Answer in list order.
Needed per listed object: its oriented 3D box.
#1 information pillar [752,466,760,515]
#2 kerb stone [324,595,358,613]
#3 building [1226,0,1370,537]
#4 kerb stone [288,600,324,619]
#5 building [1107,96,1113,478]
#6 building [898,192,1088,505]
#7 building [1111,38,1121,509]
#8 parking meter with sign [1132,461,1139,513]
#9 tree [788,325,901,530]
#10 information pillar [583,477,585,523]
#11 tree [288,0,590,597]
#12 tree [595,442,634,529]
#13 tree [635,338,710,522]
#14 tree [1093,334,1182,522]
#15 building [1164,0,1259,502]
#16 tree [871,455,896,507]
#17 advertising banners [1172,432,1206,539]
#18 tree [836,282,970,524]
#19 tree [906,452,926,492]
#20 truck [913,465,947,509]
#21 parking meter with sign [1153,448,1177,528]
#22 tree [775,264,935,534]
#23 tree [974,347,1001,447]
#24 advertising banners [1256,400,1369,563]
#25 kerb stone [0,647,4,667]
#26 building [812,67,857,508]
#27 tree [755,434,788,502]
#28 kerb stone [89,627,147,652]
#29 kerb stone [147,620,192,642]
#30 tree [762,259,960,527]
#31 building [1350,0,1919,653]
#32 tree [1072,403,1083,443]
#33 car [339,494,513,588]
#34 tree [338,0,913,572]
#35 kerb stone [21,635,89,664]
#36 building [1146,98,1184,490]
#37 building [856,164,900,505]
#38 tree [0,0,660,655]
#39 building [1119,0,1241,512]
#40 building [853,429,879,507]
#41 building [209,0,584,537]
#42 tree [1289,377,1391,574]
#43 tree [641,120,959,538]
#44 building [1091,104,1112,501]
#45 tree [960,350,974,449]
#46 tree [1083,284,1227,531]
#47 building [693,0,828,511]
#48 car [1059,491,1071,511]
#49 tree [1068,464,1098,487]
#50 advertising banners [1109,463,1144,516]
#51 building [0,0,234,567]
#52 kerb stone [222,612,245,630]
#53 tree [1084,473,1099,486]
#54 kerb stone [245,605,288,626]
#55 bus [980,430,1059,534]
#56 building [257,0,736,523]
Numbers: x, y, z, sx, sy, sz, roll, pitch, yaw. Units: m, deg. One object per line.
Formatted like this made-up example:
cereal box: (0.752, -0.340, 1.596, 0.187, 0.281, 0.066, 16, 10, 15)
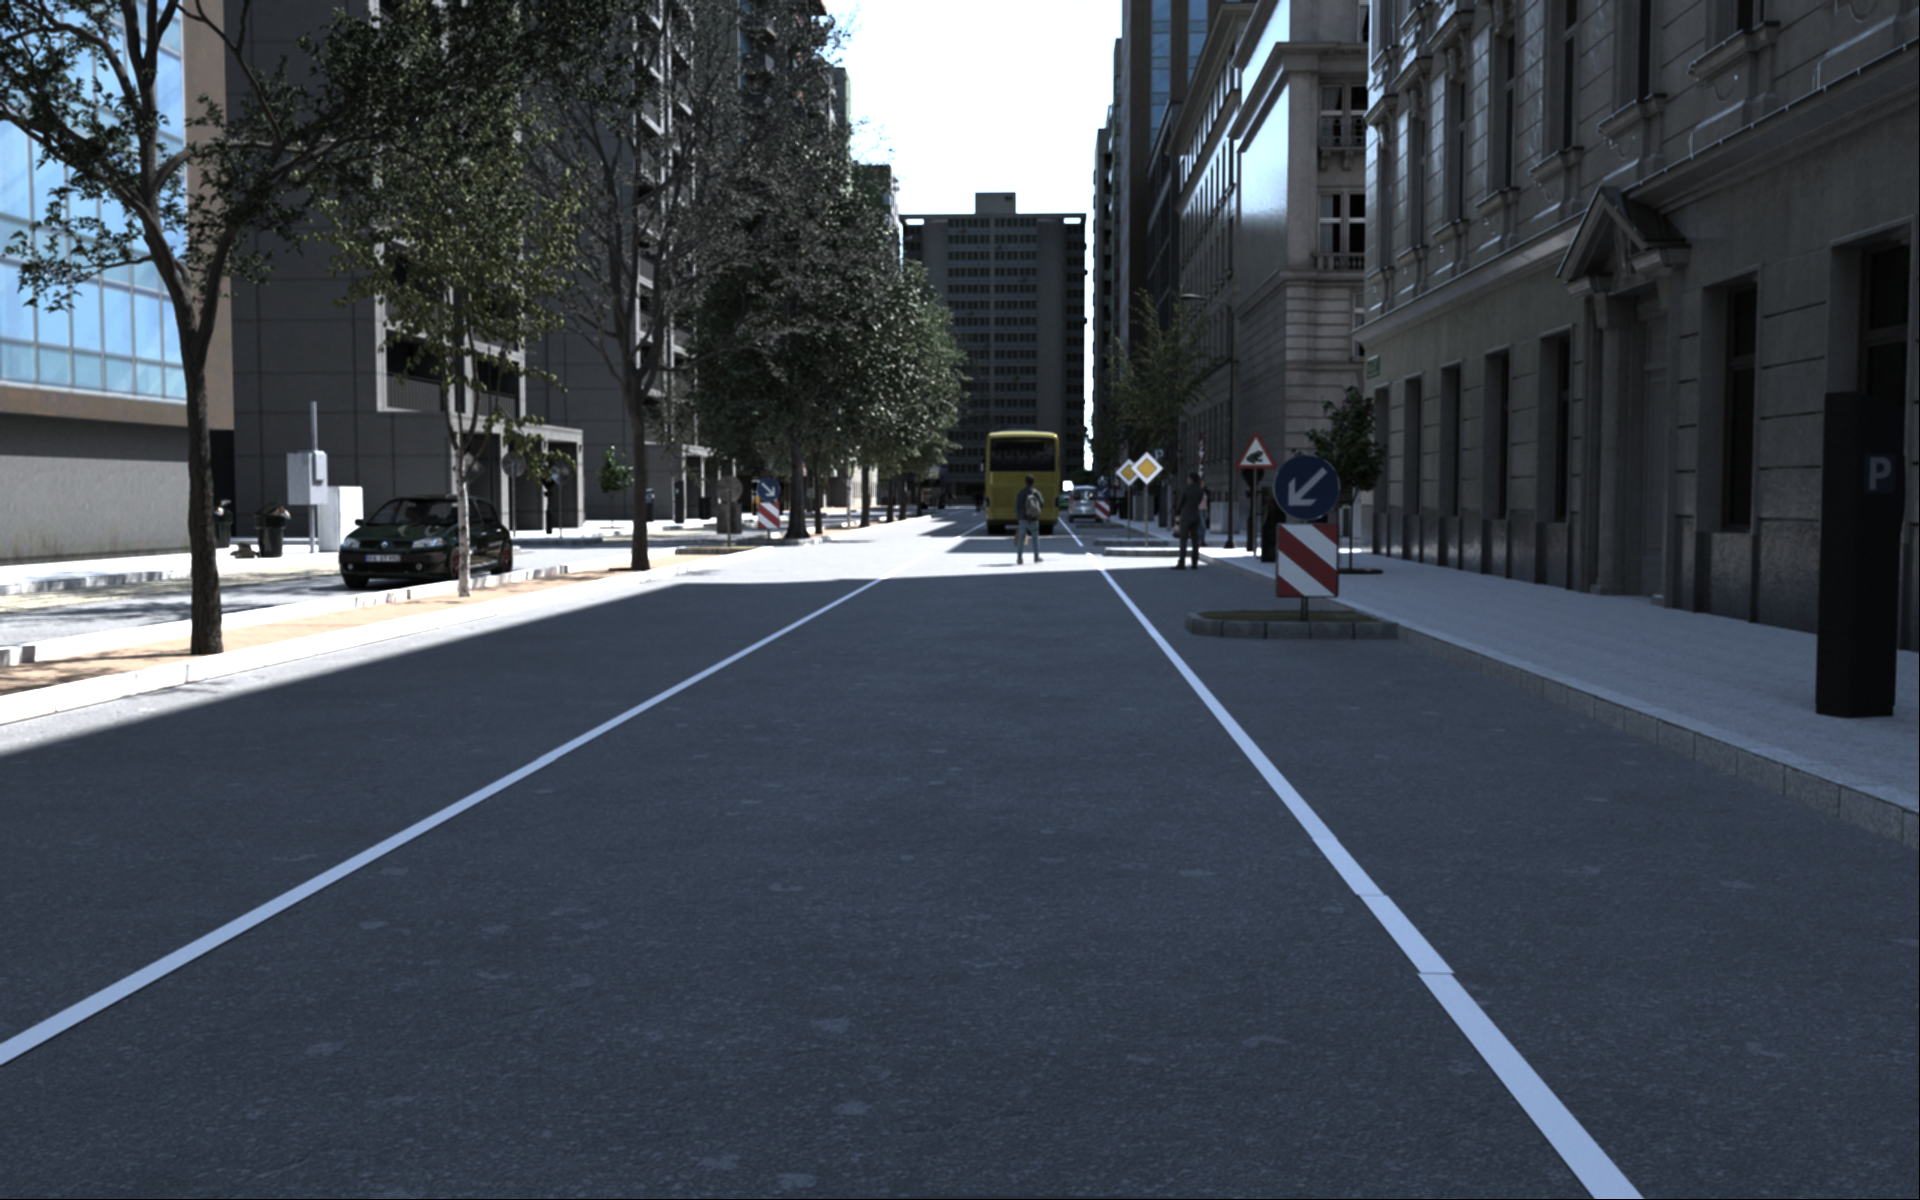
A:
information pillar: (-12.253, -6.878, 103.806, 0.504, 3.616, 0.183, -1, 4, -14)
kerb stone: (-7.648, 0.063, 21.167, 0.120, 0.150, 1.000, 0, 4, 3)
building: (21.352, -13.091, 55.837, 24.055, 21.916, 13.314, 0, 4, 3)
kerb stone: (-7.692, 0.126, 20.146, 0.120, 0.150, 1.000, 0, 4, 3)
building: (27.003, -34.319, 180.728, 23.786, 49.044, 30.456, 0, 4, 3)
building: (4.541, -32.627, 225.331, 23.993, 40.220, 32.217, 0, 4, 3)
building: (20.879, -29.071, 158.905, 14.154, 41.232, 14.086, 0, 4, 3)
parking meter with sign: (9.428, -5.939, 93.370, 0.543, 3.016, 1.738, 1, 4, 8)
tree: (-4.403, -7.074, 68.484, 4.360, 8.622, 3.978, 0, 3, 0)
information pillar: (-16.748, -4.407, 76.551, 0.304, 2.012, 0.304, 0, 4, -2)
tree: (-6.835, -4.323, 23.506, 4.737, 8.622, 4.395, 0, 3, 0)
tree: (-12.949, -4.262, 64.279, 1.663, 3.219, 1.824, 0, 3, 0)
tree: (-13.072, -7.875, 79.117, 4.360, 8.622, 3.978, 0, 3, 0)
tree: (8.193, -7.844, 78.610, 4.360, 8.622, 3.978, 0, 3, 0)
building: (18.984, -15.310, 83.607, 16.112, 22.955, 30.059, 0, 4, 3)
tree: (-7.567, -13.646, 173.472, 4.737, 8.622, 4.395, 0, 3, 0)
advertising banners: (6.586, -3.274, 49.711, 0.090, 3.025, 2.074, -1, 4, -18)
tree: (-3.307, -9.514, 83.768, 9.928, 11.665, 9.643, 0, 3, 0)
tree: (-3.274, -8.997, 99.923, 4.360, 8.622, 3.978, 0, 3, 0)
truck: (-2.778, -10.922, 167.494, 2.839, 4.237, 11.283, 0, 4, 2)
parking meter with sign: (8.094, -4.328, 67.029, 0.543, 3.016, 1.738, 2, 4, 32)
tree: (-4.949, -7.606, 61.225, 8.767, 10.594, 7.601, 0, 4, 3)
tree: (-2.533, -11.938, 108.018, 12.009, 13.543, 11.850, 0, 3, 0)
advertising banners: (6.600, -2.211, 32.341, 2.074, 3.025, 0.090, 1, 4, 10)
kerb stone: (-7.965, 0.501, 14.000, 0.120, 0.150, 1.000, 0, 4, 3)
building: (-17.742, -29.217, 161.287, 14.154, 41.232, 14.086, 0, 4, 3)
tree: (-11.805, -9.797, 110.541, 4.360, 8.622, 3.978, 0, 3, 0)
kerb stone: (-7.875, 0.376, 16.045, 0.120, 0.150, 1.000, 0, 4, 3)
kerb stone: (-7.827, 0.320, 17.069, 0.120, 0.150, 1.000, 0, 4, 3)
tree: (-4.160, -9.410, 74.439, 7.486, 12.596, 7.792, 0, 3, 0)
building: (15.763, -14.634, 15.678, 17.030, 29.872, 44.131, 0, 4, 3)
tree: (9.343, -9.678, 108.598, 4.737, 8.622, 4.395, 0, 3, 0)
car: (-8.481, -1.096, 27.705, 2.009, 1.686, 4.222, 0, 4, 2)
tree: (-5.944, -7.276, 31.783, 12.009, 13.543, 11.850, 0, 3, 0)
kerb stone: (-7.912, 0.439, 15.023, 0.120, 0.150, 1.000, 0, 4, 3)
building: (19.685, -19.414, 110.923, 14.314, 27.812, 24.014, 0, 4, 3)
building: (-14.865, -32.673, 217.790, 14.086, 41.232, 14.154, 0, 4, 3)
tree: (-6.674, -4.807, 15.470, 8.767, 10.594, 7.601, 0, 4, 3)
building: (19.313, -29.376, 130.403, 14.600, 45.320, 14.200, 0, 4, 3)
building: (-24.442, -20.830, 185.612, 28.899, 21.520, 27.650, 0, 4, 3)
building: (-24.778, -38.027, 59.990, 20.563, 71.187, 20.611, 0, 4, 3)
tree: (6.468, -2.058, 28.250, 1.663, 3.219, 1.824, 0, 3, 0)
tree: (-4.949, -8.134, 52.461, 9.611, 12.733, 9.660, 0, 3, 0)
building: (27.437, -36.385, 218.592, 21.600, 48.544, 21.300, 0, 4, 3)
tree: (-3.145, -10.517, 92.531, 7.486, 12.596, 7.792, 0, 3, 0)
tree: (7.067, -6.721, 60.249, 4.737, 8.622, 4.395, 0, 3, 0)
building: (-22.499, -29.646, 139.344, 22.147, 44.769, 28.867, 0, 4, 3)
car: (9.001, -8.342, 145.195, 1.959, 1.807, 4.718, 0, 4, 3)
tree: (14.270, -13.270, 200.683, 4.285, 4.588, 4.351, 0, 3, 0)
advertising banners: (9.585, -6.224, 97.947, 2.074, 3.025, 0.090, 1, 4, 18)
building: (-23.532, -23.278, 30.708, 14.200, 45.320, 14.600, 0, 4, 3)
kerb stone: (-7.783, 0.251, 18.099, 0.120, 0.150, 1.000, 0, 4, 3)
tree: (11.561, -9.387, 148.079, 1.663, 3.219, 1.824, 0, 3, 0)
kerb stone: (-7.727, 0.188, 19.125, 0.120, 0.150, 1.000, 0, 4, 3)
bus: (2.212, -4.511, 65.298, 2.896, 3.916, 12.252, 0, 4, 1)
building: (-23.267, -40.062, 93.265, 20.563, 71.187, 20.611, 0, 4, 3)
